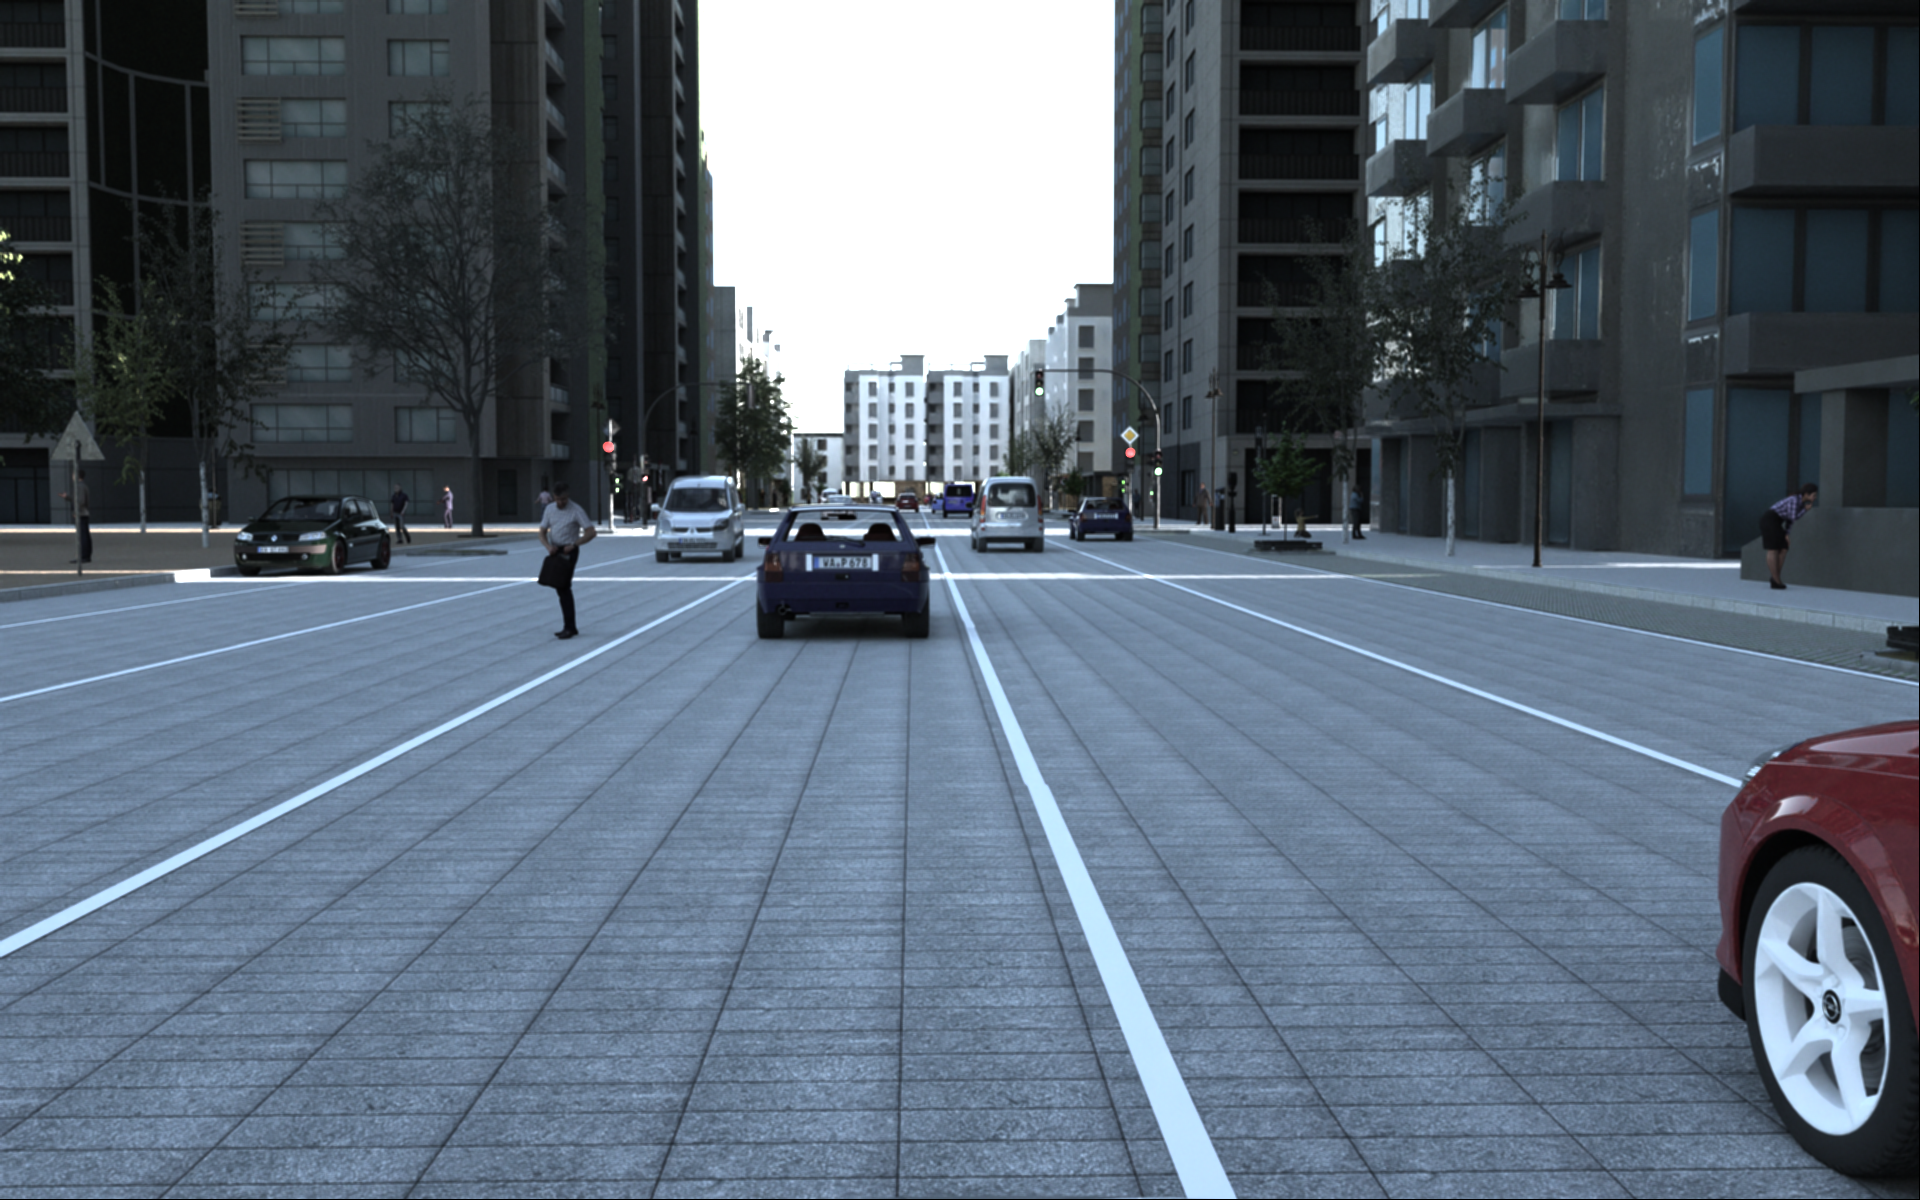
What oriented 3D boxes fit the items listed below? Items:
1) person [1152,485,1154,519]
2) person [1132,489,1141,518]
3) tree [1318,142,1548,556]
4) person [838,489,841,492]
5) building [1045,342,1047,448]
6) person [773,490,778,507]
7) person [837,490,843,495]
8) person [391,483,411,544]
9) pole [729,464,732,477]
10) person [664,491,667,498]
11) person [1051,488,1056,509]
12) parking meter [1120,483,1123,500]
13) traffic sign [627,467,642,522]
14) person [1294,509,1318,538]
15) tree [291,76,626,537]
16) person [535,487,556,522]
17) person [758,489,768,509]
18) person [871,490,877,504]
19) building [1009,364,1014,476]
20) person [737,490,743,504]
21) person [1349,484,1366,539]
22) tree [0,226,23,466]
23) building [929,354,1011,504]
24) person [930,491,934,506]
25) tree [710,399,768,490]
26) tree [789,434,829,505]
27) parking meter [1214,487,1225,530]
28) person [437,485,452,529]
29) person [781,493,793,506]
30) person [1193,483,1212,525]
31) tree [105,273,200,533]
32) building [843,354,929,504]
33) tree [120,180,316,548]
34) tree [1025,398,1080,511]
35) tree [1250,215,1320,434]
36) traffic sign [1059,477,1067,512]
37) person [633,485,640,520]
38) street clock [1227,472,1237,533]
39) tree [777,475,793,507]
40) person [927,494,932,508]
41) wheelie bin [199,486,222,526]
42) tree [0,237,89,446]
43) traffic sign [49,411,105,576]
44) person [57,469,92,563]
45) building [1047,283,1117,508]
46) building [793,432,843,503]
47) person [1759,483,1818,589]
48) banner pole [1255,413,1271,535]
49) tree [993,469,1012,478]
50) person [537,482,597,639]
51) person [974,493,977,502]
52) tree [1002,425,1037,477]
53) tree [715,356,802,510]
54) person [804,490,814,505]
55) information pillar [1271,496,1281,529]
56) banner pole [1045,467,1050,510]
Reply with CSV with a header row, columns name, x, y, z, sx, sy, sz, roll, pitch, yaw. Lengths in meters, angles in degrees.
name,x,y,z,sx,sy,sz,roll,pitch,yaw
person,10.088,-5.059,89.474,0.376,1.734,0.841,0,4,3
person,9.341,-5.081,91.323,0.499,1.552,0.429,1,4,17
tree,9.918,-5.214,35.613,4.360,8.622,3.978,0,3,0
person,-9.414,-7.795,136.076,0.434,1.807,0.598,1,4,23
building,16.600,-19.326,172.403,16.016,20.091,11.380,0,4,-2
person,-17.734,-9.748,166.224,0.445,1.727,0.742,0,4,-2
person,-8.405,-6.914,122.214,0.621,1.740,0.551,2,4,25
person,-14.335,-2.220,44.550,0.471,1.553,0.569,-3,4,-36
pole,-15.682,-7.612,118.295,0.158,3.312,0.155,0,3,0
person,-16.123,-5.322,96.285,0.697,1.427,0.421,0,4,3
person,7.820,-8.436,144.125,0.875,1.805,0.789,-3,5,-42
parking meter,8.382,-5.074,88.672,0.399,1.863,0.255,0,4,-7
traffic sign,-15.036,-4.901,80.243,0.768,2.556,0.104,0,4,4
person,10.105,-2.245,50.667,0.695,0.859,0.347,-1,4,-18
tree,-14.548,-8.631,51.480,12.009,13.543,11.850,0,3,0
person,-17.206,-3.912,71.967,0.963,1.587,0.435,0,4,-8
person,-17.550,-8.997,153.671,1.217,1.766,0.721,2,4,31
person,-8.260,-9.786,168.369,0.709,1.838,0.599,1,4,10
building,22.870,-22.896,240.803,31.486,18.905,16.747,0,4,-2
person,-17.367,-7.879,136.576,0.444,1.614,0.593,-2,4,-27
person,11.206,-2.486,48.902,0.429,1.552,0.499,2,4,32
tree,-16.871,-4.713,27.420,4.737,8.622,4.395,0,3,0
building,0.965,-23.492,240.514,11.380,20.091,16.016,0,4,-2
person,-3.461,-12.570,214.027,0.705,1.823,1.348,-2,4,-29
tree,-16.583,-10.993,130.096,4.360,8.622,3.978,0,3,0
tree,-19.322,-16.702,223.441,4.360,8.622,3.978,0,3,0
parking meter,9.188,-3.230,61.222,0.372,1.533,0.369,0,3,0
person,-19.985,-3.559,67.145,0.568,1.767,0.683,0,4,-5
person,-18.013,-10.629,179.918,1.348,1.812,0.705,-3,4,-38
person,10.049,-3.994,71.901,0.434,1.755,0.990,-3,5,-42
tree,-27.267,-6.523,57.009,4.737,8.622,4.395,0,3,0
building,-10.412,-23.476,240.248,11.380,20.091,16.016,0,4,-2
tree,-17.903,-5.557,41.221,4.360,8.622,3.978,0,3,0
tree,7.206,-11.107,131.956,4.360,8.622,3.978,0,3,0
tree,9.712,-5.755,44.464,4.360,8.622,3.978,0,3,0
traffic sign,7.637,-7.744,126.727,0.768,2.556,0.104,0,4,-1
person,-15.967,-4.783,85.061,0.431,1.722,0.655,0,4,-1
street clock,9.008,-3.226,57.319,0.358,2.002,0.471,0,4,-2
tree,-17.689,-11.138,176.699,1.663,3.219,1.824,0,3,0
person,-3.203,-10.358,181.080,0.991,1.433,0.599,2,4,35
wheelie bin,-30.230,-3.789,69.857,0.980,1.594,0.693,2,4,31
tree,-27.558,-7.766,43.986,9.611,12.733,9.660,0,3,0
traffic sign,-13.766,-1.652,27.008,0.884,2.594,0.081,0,4,3
person,-16.618,-1.580,32.411,0.750,1.759,0.617,0,4,-1
building,16.784,-18.632,161.045,16.016,20.091,11.380,0,4,-2
building,-30.035,-18.000,236.443,28.070,9.664,9.099,0,4,-2
person,11.136,-0.858,23.306,0.697,1.427,0.421,2,4,32
banner pole,9.320,-3.889,53.609,0.401,3.779,0.863,3,5,39
tree,5.515,-14.703,224.109,4.285,4.588,4.351,0,3,0
person,-3.921,-0.403,17.303,0.614,1.554,0.590,1,4,20
person,1.425,-10.632,183.131,0.742,1.727,0.445,-3,5,-45
tree,6.212,-14.345,184.911,4.737,8.622,4.395,0,3,0
tree,-16.951,-13.758,143.077,7.486,12.596,7.792,0,3,0
person,-13.792,-9.156,158.299,0.705,1.812,1.348,3,5,39
information pillar,11.728,-3.652,64.203,0.304,2.012,0.304,1,4,19
banner pole,7.104,-9.154,139.681,0.401,3.779,0.863,3,5,44
